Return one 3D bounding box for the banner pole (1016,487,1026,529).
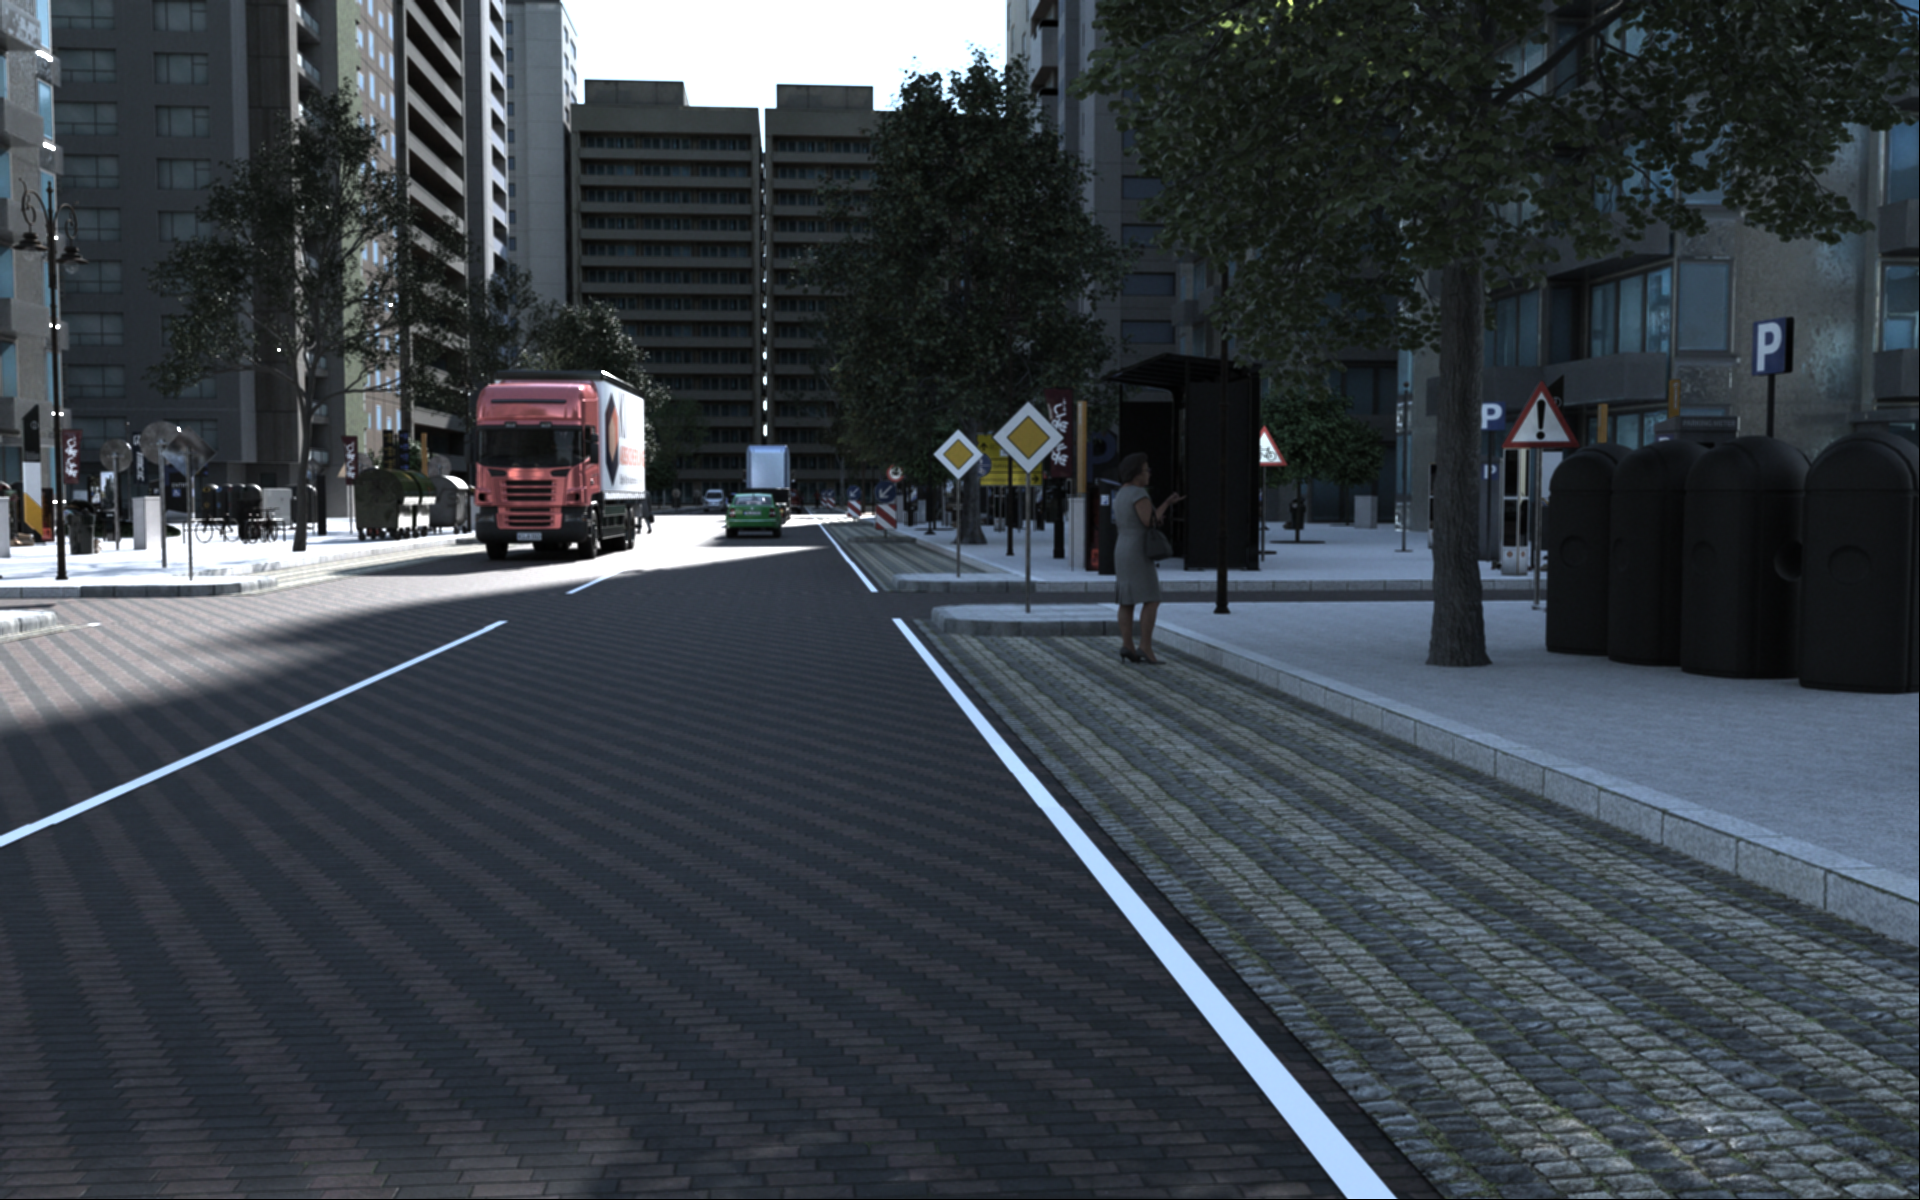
[{"bbox_3d":[2.361,-4.502,63.632,0.401,3.779,0.863,2,4,30],"label":"banner pole"}]

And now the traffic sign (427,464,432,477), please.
[{"bbox_3d":[-22.765,-4.536,74.275,0.768,2.556,0.104,0,3,0],"label":"traffic sign"}]

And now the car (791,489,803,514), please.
[{"bbox_3d":[-12.563,-7.168,125.874,2.281,1.827,5.304,0,4,-5],"label":"car"}]

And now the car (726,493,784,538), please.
[{"bbox_3d":[-6.916,-3.028,58.309,1.959,1.807,4.718,0,4,-5],"label":"car"}]

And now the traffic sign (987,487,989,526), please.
[{"bbox_3d":[1.114,-4.254,69.658,0.768,2.556,0.104,0,4,3],"label":"traffic sign"}]

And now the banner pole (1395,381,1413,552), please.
[{"bbox_3d":[9.956,-2.985,38.816,0.401,3.779,0.863,1,4,10],"label":"banner pole"}]

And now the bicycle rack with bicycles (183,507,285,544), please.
[{"bbox_3d":[-18.913,-1.975,45.670,2.852,0.926,2.925,1,4,12],"label":"bicycle rack with bicycles"}]

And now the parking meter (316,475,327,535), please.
[{"bbox_3d":[-19.875,-2.948,53.916,0.255,1.863,0.399,-1,4,-19],"label":"parking meter"}]

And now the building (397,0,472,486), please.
[{"bbox_3d":[-47.665,-30.485,122.139,21.300,48.544,21.600,0,4,-5],"label":"building"}]

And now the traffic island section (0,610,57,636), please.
[{"bbox_3d":[-10.636,0.282,17.668,2.009,0.180,2.903,0,4,-5],"label":"traffic island section"}]

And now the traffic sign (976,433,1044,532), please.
[{"bbox_3d":[1.656,-3.912,57.826,2.265,3.308,0.079,0,3,0],"label":"traffic sign"}]

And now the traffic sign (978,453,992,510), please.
[{"bbox_3d":[0.576,-3.211,52.601,0.768,2.556,0.104,0,4,4],"label":"traffic sign"}]

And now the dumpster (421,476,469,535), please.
[{"bbox_3d":[-16.443,-3.023,55.178,1.264,1.857,1.865,0,4,-5],"label":"dumpster"}]

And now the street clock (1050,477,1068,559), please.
[{"bbox_3d":[1.976,-1.831,34.509,0.358,2.002,0.471,1,4,16],"label":"street clock"}]

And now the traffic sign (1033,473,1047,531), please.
[{"bbox_3d":[2.570,-3.657,59.790,0.884,2.594,0.081,0,4,2],"label":"traffic sign"}]

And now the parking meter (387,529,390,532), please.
[{"bbox_3d":[-18.994,-3.032,57.989,0.372,1.533,0.369,0,3,0],"label":"parking meter"}]

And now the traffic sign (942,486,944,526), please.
[{"bbox_3d":[-0.696,-4.259,69.741,0.768,2.556,0.104,0,4,2],"label":"traffic sign"}]

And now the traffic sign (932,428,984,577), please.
[{"bbox_3d":[-0.028,-1.405,26.616,0.795,2.450,0.064,0,4,-5],"label":"traffic sign"}]

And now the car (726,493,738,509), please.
[{"bbox_3d":[-22.436,-9.966,172.538,1.945,1.707,3.694,0,4,-6],"label":"car"}]

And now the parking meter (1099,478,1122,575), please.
[{"bbox_3d":[2.393,-1.170,27.535,0.372,1.533,0.369,0,3,0],"label":"parking meter"}]

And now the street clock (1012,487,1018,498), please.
[{"bbox_3d":[2.363,-4.361,75.880,0.358,2.002,0.471,-1,4,-9],"label":"street clock"}]

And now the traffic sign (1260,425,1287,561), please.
[{"bbox_3d":[5.766,-2.013,32.916,0.884,2.594,0.081,0,4,1],"label":"traffic sign"}]

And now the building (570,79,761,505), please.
[{"bbox_3d":[-34.230,-35.670,206.914,21.600,48.544,21.300,0,4,-5],"label":"building"}]

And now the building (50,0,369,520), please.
[{"bbox_3d":[-40.098,-24.886,90.486,14.154,41.232,14.086,0,4,-5],"label":"building"}]

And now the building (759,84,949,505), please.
[{"bbox_3d":[-12.748,-35.809,209.176,21.600,48.544,21.300,0,4,-5],"label":"building"}]

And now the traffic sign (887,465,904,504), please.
[{"bbox_3d":[-2.730,-4.485,73.443,0.768,2.556,0.104,0,3,0],"label":"traffic sign"}]

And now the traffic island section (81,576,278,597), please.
[{"bbox_3d":[-11.395,-0.204,25.617,2.009,0.180,2.903,0,4,-5],"label":"traffic island section"}]

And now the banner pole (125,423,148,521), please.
[{"bbox_3d":[-28.966,-4.333,60.859,0.863,3.779,0.401,-2,4,-32],"label":"banner pole"}]

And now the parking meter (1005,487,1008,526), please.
[{"bbox_3d":[1.801,-3.907,69.593,0.255,1.863,0.399,2,4,35],"label":"parking meter"}]

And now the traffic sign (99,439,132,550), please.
[{"bbox_3d":[-19.384,-2.426,39.778,0.768,2.556,0.104,0,4,3],"label":"traffic sign"}]

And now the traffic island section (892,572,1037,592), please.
[{"bbox_3d":[-0.005,-0.270,26.696,2.009,0.180,2.903,0,4,-5],"label":"traffic island section"}]

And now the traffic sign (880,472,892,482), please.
[{"bbox_3d":[-4.228,-6.064,99.248,0.768,2.556,0.104,0,4,-5],"label":"traffic sign"}]

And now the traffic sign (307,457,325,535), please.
[{"bbox_3d":[-20.315,-3.254,54.380,0.795,2.450,0.064,0,4,-1],"label":"traffic sign"}]

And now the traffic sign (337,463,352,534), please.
[{"bbox_3d":[-19.563,-3.399,55.583,0.884,2.594,0.081,0,4,1],"label":"traffic sign"}]

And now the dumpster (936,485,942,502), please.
[{"bbox_3d":[-0.860,-5.707,99.072,1.264,1.857,1.865,0,4,-6],"label":"dumpster"}]

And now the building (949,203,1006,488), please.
[{"bbox_3d":[5.377,-34.107,207.764,14.200,45.320,14.600,0,4,-5],"label":"building"}]

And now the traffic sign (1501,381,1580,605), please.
[{"bbox_3d":[6.684,-1.223,20.005,0.884,2.594,0.081,0,4,4],"label":"traffic sign"}]

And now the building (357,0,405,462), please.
[{"bbox_3d":[-42.581,-27.808,104.773,14.600,45.320,14.200,0,4,-5],"label":"building"}]

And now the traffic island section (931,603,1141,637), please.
[{"bbox_3d":[0.754,0.216,18.746,2.009,0.180,2.903,0,4,-5],"label":"traffic island section"}]

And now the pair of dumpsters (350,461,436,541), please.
[{"bbox_3d":[-16.179,-2.873,49.459,1.574,2.255,4.437,0,4,-5],"label":"pair of dumpsters"}]

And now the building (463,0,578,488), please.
[{"bbox_3d":[-59.471,-40.510,204.338,28.212,58.520,21.231,0,4,-5],"label":"building"}]

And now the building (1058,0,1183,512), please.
[{"bbox_3d":[17.513,-35.525,122.838,21.231,58.520,28.212,0,4,-5],"label":"building"}]

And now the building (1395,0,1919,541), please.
[{"bbox_3d":[29.048,-26.406,51.345,30.456,49.044,23.786,0,4,-5],"label":"building"}]

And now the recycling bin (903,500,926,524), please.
[{"bbox_3d":[-1.960,-3.811,74.868,0.722,1.027,0.722,-3,5,-44],"label":"recycling bin"}]

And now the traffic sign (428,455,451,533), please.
[{"bbox_3d":[-17.042,-3.463,56.726,0.768,2.556,0.104,0,4,-1],"label":"traffic sign"}]

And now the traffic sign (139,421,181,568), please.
[{"bbox_3d":[-13.897,-1.839,30.178,0.768,2.556,0.104,0,4,-3],"label":"traffic sign"}]

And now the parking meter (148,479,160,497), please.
[{"bbox_3d":[-32.083,-3.871,69.008,0.255,1.863,0.399,3,5,41],"label":"parking meter"}]

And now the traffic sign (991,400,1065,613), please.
[{"bbox_3d":[0.731,-0.919,18.667,0.795,2.450,0.064,0,4,-5],"label":"traffic sign"}]

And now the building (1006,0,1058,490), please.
[{"bbox_3d":[18.840,-34.363,151.067,28.713,52.752,27.495,0,4,-5],"label":"building"}]

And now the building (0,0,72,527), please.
[{"bbox_3d":[-44.018,-26.573,54.075,23.786,49.044,30.456,0,4,-5],"label":"building"}]

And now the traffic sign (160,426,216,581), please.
[{"bbox_3d":[-11.373,-1.340,25.558,0.795,2.450,0.064,0,4,-5],"label":"traffic sign"}]

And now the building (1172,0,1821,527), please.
[{"bbox_3d":[23.506,-28.656,88.132,23.786,49.044,30.456,0,4,-5],"label":"building"}]

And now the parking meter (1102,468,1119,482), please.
[{"bbox_3d":[3.384,-2.028,38.865,0.255,1.863,0.399,-2,4,-34],"label":"parking meter"}]

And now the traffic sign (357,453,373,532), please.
[{"bbox_3d":[-18.463,-3.256,53.335,0.768,2.556,0.104,0,4,-3],"label":"traffic sign"}]
